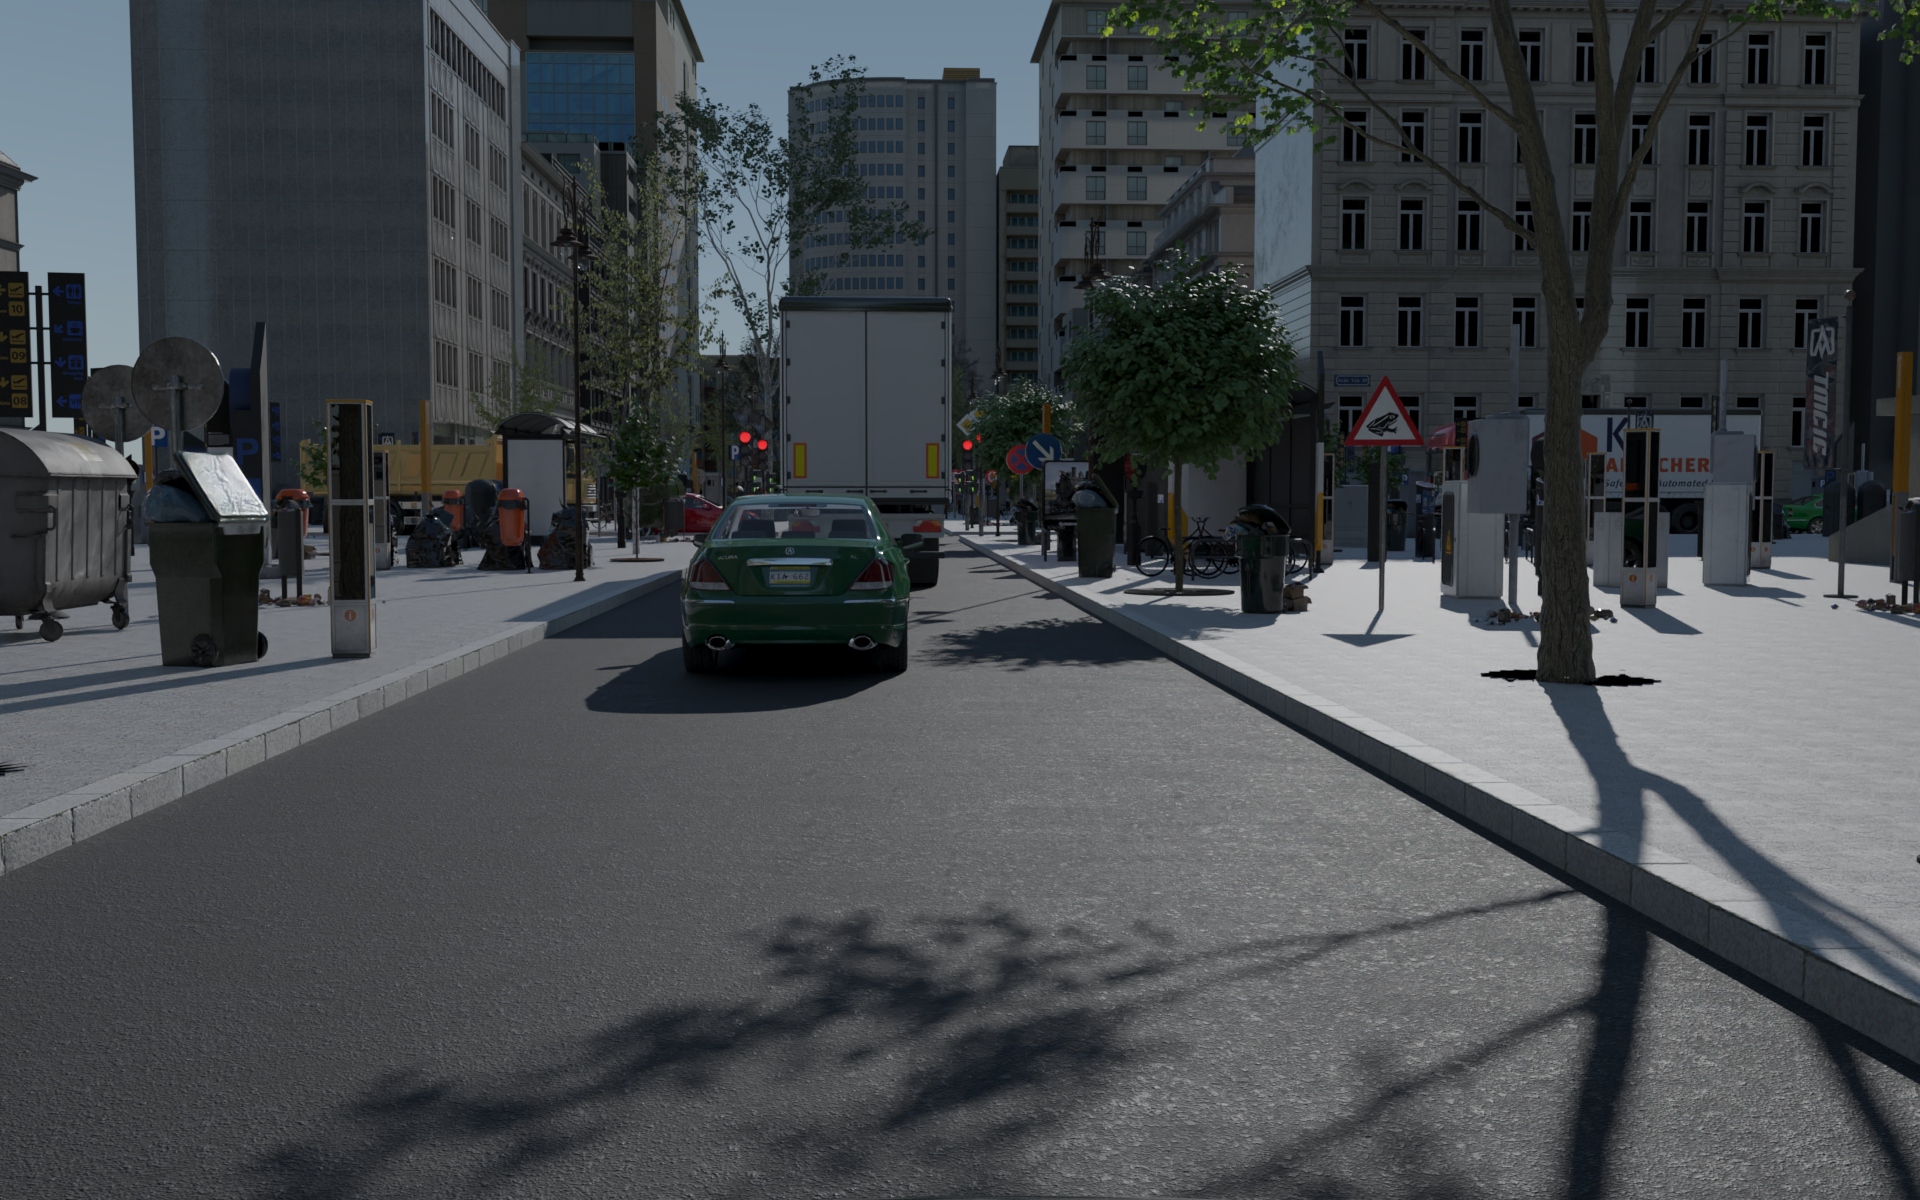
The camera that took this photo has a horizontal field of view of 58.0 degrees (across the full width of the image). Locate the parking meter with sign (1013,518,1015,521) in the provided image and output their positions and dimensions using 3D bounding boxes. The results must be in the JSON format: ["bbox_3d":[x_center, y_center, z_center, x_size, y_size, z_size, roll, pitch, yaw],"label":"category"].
[{"bbox_3d":[3.161,-4.860,75.715,1.738,3.016,0.543,0,4,-4],"label":"parking meter with sign"}]

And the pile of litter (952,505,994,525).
[{"bbox_3d":[0.731,-3.629,73.302,1.176,0.858,1.719,-2,4,-32],"label":"pile of litter"}]

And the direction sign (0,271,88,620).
[{"bbox_3d":[-9.385,-1.574,17.737,0.876,3.537,0.379,-1,4,-12],"label":"direction sign"}]

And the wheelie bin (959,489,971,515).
[{"bbox_3d":[0.382,-5.939,105.018,0.980,1.594,0.693,-1,4,-17],"label":"wheelie bin"}]

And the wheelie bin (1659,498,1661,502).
[{"bbox_3d":[19.880,-2.598,50.391,0.980,1.594,0.693,-3,4,-39],"label":"wheelie bin"}]

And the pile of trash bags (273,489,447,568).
[{"bbox_3d":[-10.583,-1.297,30.951,3.447,1.369,1.912,0,4,6],"label":"pile of trash bags"}]

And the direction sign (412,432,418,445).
[{"bbox_3d":[-19.889,-4.360,63.282,0.379,3.537,0.876,-2,4,-29],"label":"direction sign"}]

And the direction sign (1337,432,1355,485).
[{"bbox_3d":[13.996,-4.337,62.905,0.876,3.537,0.379,-2,4,-34],"label":"direction sign"}]

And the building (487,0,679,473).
[{"bbox_3d":[-33.133,-30.909,155.475,14.600,45.320,14.200,0,4,-3],"label":"building"}]

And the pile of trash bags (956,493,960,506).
[{"bbox_3d":[0.679,-6.665,118.726,1.912,1.369,3.447,-3,4,-37],"label":"pile of trash bags"}]

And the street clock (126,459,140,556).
[{"bbox_3d":[-17.215,-1.909,35.784,0.358,2.002,0.471,3,4,37],"label":"street clock"}]

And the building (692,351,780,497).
[{"bbox_3d":[-38.764,-24.493,245.505,28.899,21.520,27.650,0,4,-3],"label":"building"}]

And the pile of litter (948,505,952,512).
[{"bbox_3d":[-0.869,-6.641,122.545,1.719,0.858,1.176,0,4,-6],"label":"pile of litter"}]

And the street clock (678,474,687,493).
[{"bbox_3d":[-9.845,-3.474,61.378,0.358,2.002,0.471,-2,4,-29],"label":"street clock"}]

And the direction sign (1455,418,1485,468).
[{"bbox_3d":[15.092,-3.628,51.322,0.876,3.537,0.379,0,4,0],"label":"direction sign"}]

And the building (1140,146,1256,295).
[{"bbox_3d":[19.314,-16.099,105.026,13.314,21.916,24.055,0,4,-3],"label":"building"}]

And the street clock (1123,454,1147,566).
[{"bbox_3d":[3.133,-1.622,31.088,0.358,2.002,0.471,-2,4,-26],"label":"street clock"}]

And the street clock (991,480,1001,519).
[{"bbox_3d":[1.851,-5.183,89.314,0.471,2.002,0.358,1,4,13],"label":"street clock"}]

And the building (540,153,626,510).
[{"bbox_3d":[-30.713,-17.806,120.805,12.332,23.373,15.834,0,4,-3],"label":"building"}]

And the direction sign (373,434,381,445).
[{"bbox_3d":[-21.850,-4.456,64.855,0.876,3.537,0.379,-2,4,-31],"label":"direction sign"}]

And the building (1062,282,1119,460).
[{"bbox_3d":[24.540,-19.027,156.127,27.650,21.520,28.899,0,4,-3],"label":"building"}]

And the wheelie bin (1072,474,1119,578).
[{"bbox_3d":[2.094,-1.153,26.756,0.693,1.594,0.980,1,4,9],"label":"wheelie bin"}]

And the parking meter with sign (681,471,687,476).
[{"bbox_3d":[-20.222,-8.221,130.674,1.738,3.016,0.543,3,4,38],"label":"parking meter with sign"}]

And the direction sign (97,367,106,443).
[{"bbox_3d":[-15.687,-2.401,31.253,0.876,3.537,0.379,2,4,29],"label":"direction sign"}]

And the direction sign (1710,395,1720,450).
[{"bbox_3d":[17.406,-2.933,39.945,0.379,3.537,0.876,2,4,35],"label":"direction sign"}]

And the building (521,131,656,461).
[{"bbox_3d":[-32.852,-22.630,141.700,14.160,30.474,14.107,0,4,-3],"label":"building"}]

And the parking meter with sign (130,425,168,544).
[{"bbox_3d":[-20.977,-2.953,44.545,1.738,3.016,0.543,3,5,43],"label":"parking meter with sign"}]

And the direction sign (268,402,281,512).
[{"bbox_3d":[-16.924,-3.085,42.435,0.379,3.537,0.876,1,4,15],"label":"direction sign"}]

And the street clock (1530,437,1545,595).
[{"bbox_3d":[7.449,-1.058,21.874,0.471,2.002,0.358,-1,4,-23],"label":"street clock"}]

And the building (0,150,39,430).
[{"bbox_3d":[-53.076,-12.980,76.858,19.286,19.102,10.561,0,4,-3],"label":"building"}]

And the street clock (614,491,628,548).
[{"bbox_3d":[-8.043,-2.236,41.129,0.358,2.002,0.471,0,4,-4],"label":"street clock"}]

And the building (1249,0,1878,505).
[{"bbox_3d":[26.991,-17.359,81.076,25.104,27.353,12.463,0,4,-3],"label":"building"}]

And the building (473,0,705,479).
[{"bbox_3d":[-41.692,-36.186,180.886,27.495,52.752,28.713,0,4,-3],"label":"building"}]

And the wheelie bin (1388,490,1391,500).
[{"bbox_3d":[12.786,-2.765,53.121,0.980,1.594,0.693,3,5,44],"label":"wheelie bin"}]

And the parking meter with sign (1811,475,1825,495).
[{"bbox_3d":[34.936,-4.532,70.354,0.543,3.016,1.738,0,4,5],"label":"parking meter with sign"}]

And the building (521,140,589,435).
[{"bbox_3d":[-29.098,-16.749,102.731,11.050,23.489,19.941,0,4,-3],"label":"building"}]

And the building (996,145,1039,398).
[{"bbox_3d":[15.291,-37.926,243.795,21.600,48.544,21.300,0,4,-3],"label":"building"}]

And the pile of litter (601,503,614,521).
[{"bbox_3d":[-17.272,-4.260,83.623,1.176,0.858,1.719,-1,4,-10],"label":"pile of litter"}]

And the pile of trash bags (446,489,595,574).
[{"bbox_3d":[-7.280,-1.199,29.354,1.912,1.369,3.447,0,4,-3],"label":"pile of trash bags"}]

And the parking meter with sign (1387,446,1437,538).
[{"bbox_3d":[13.218,-3.314,50.447,1.738,3.016,0.543,-2,4,-29],"label":"parking meter with sign"}]

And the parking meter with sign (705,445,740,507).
[{"bbox_3d":[-8.672,-3.993,61.552,1.738,3.016,0.543,2,4,30],"label":"parking meter with sign"}]

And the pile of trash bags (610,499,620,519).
[{"bbox_3d":[-15.924,-4.720,86.931,3.447,1.369,1.912,-3,5,-43],"label":"pile of trash bags"}]

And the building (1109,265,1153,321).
[{"bbox_3d":[16.692,-16.052,127.071,10.561,19.102,19.286,0,4,-3],"label":"building"}]

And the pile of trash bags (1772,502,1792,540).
[{"bbox_3d":[22.278,-2.403,49.042,1.912,1.369,3.447,3,4,39],"label":"pile of trash bags"}]

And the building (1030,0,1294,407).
[{"bbox_3d":[22.858,-36.332,183.269,28.713,52.752,27.495,0,4,-3],"label":"building"}]

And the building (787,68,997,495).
[{"bbox_3d":[-9.637,-42.840,242.425,28.212,58.520,21.231,0,4,-3],"label":"building"}]

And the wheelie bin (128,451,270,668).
[{"bbox_3d":[-5.699,-0.314,13.048,0.693,1.594,0.980,1,4,13],"label":"wheelie bin"}]

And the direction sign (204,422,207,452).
[{"bbox_3d":[-17.219,-2.936,40.005,0.876,3.537,0.379,3,5,41],"label":"direction sign"}]

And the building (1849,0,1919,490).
[{"bbox_3d":[52.284,-17.697,82.845,24.014,27.812,14.314,0,4,-3],"label":"building"}]
